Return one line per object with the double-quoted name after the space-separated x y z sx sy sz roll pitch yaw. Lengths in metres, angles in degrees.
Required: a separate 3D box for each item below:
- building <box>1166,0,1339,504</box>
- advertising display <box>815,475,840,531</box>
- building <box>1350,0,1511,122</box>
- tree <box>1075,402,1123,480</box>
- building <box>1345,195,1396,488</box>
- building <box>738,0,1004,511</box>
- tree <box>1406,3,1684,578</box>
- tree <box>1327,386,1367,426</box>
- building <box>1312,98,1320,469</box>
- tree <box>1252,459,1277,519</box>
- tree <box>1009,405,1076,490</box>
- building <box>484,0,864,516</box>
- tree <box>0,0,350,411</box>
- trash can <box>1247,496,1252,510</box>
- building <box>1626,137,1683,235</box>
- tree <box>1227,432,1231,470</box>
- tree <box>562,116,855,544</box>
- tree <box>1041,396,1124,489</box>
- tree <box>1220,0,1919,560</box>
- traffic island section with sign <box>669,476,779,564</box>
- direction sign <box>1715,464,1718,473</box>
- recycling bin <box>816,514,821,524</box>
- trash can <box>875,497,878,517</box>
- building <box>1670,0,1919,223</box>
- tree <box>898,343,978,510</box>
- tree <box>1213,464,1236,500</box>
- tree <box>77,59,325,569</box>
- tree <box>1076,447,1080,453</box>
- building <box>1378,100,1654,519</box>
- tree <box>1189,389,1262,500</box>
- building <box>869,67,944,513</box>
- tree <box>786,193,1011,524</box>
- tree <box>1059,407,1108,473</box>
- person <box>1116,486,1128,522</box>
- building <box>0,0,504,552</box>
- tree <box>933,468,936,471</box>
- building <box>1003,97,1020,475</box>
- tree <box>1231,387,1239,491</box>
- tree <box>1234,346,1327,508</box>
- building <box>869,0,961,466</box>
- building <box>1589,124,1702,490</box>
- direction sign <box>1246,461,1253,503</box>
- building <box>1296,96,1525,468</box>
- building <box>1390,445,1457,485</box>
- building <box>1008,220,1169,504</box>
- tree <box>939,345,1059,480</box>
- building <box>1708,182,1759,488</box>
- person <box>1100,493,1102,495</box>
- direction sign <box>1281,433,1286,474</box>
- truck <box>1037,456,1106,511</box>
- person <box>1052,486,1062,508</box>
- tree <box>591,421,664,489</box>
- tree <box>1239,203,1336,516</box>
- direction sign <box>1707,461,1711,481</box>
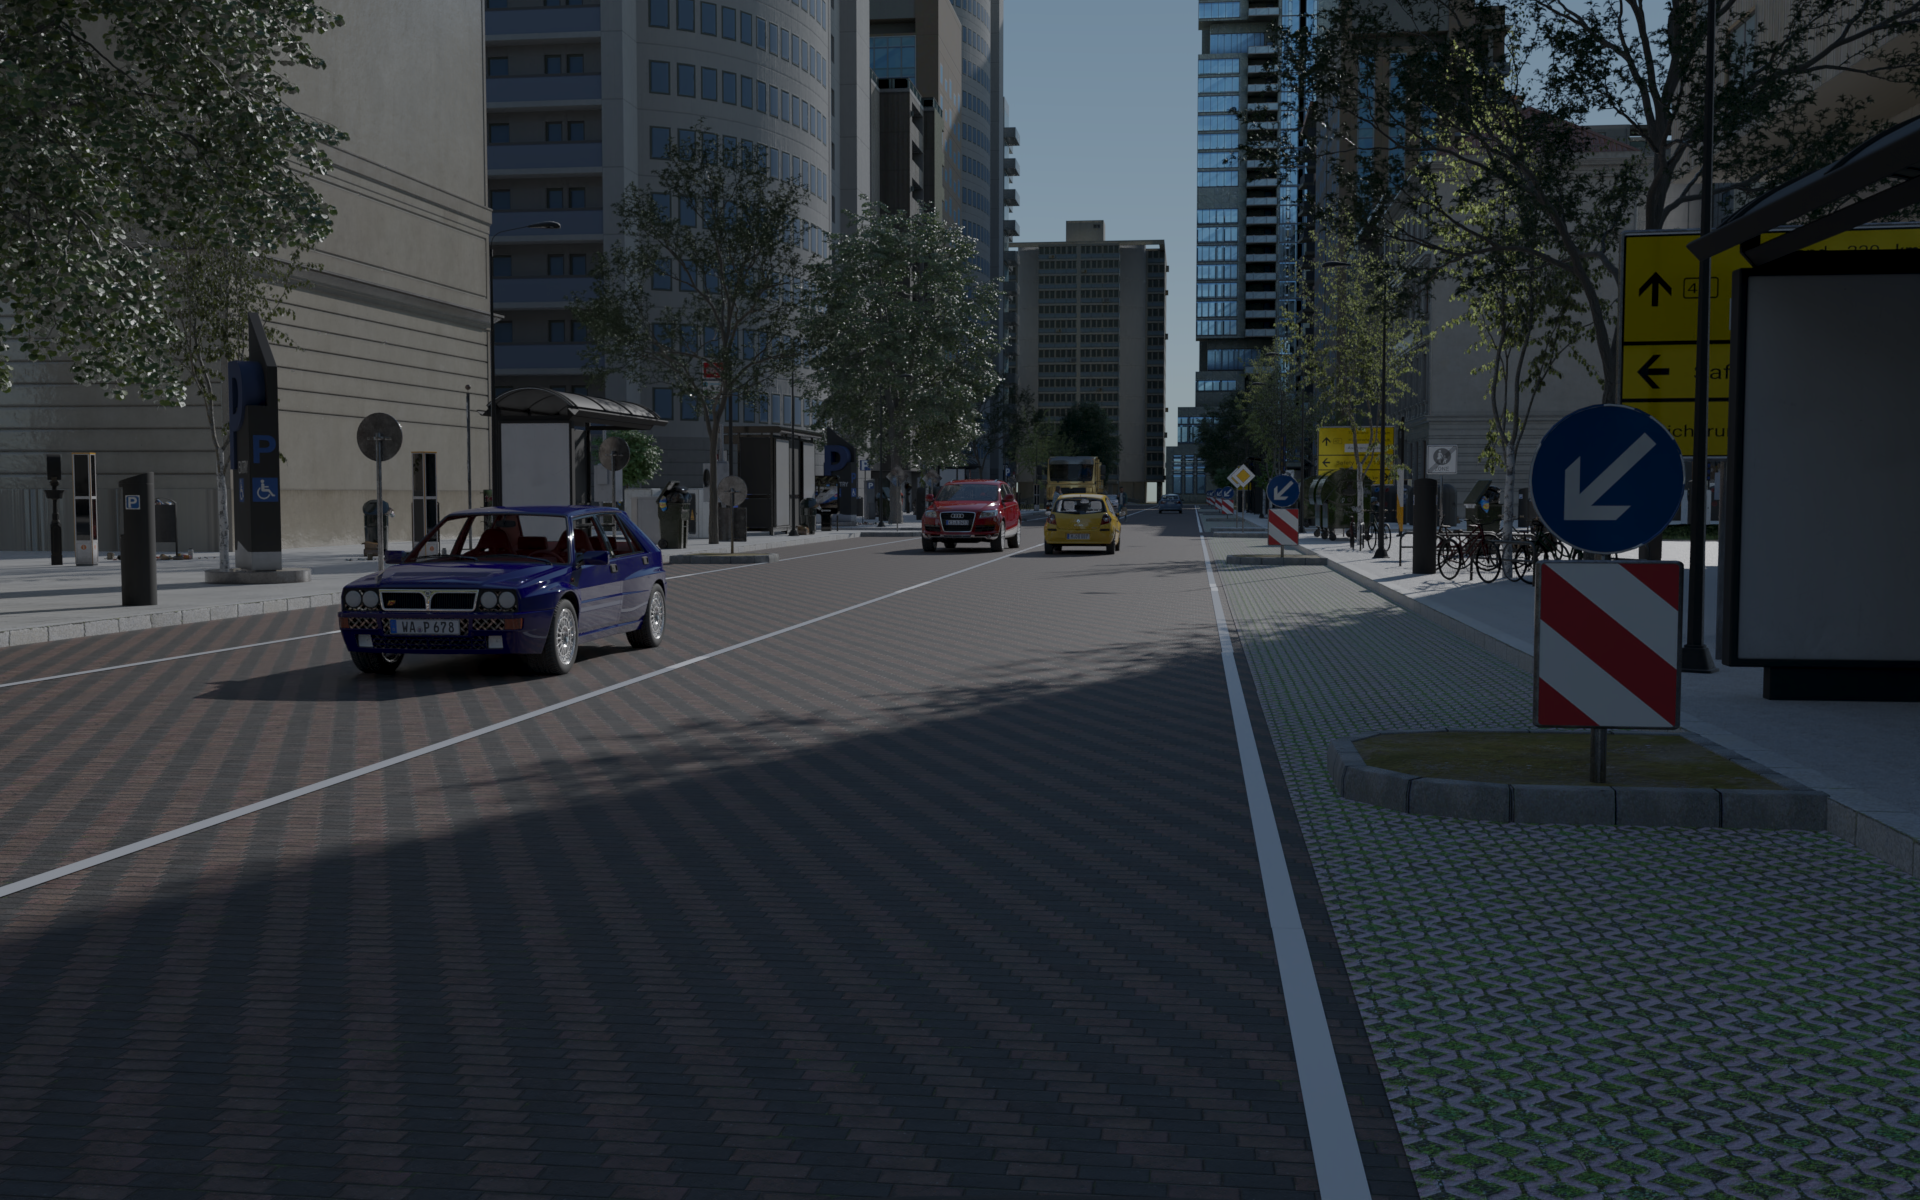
44.494 -56.679 239.378 31.000 86.520 22.319 0 4 8 "building"
-4.613 -3.336 59.764 0.974 1.923 0.123 1 4 22 "advertising display"
40.081 -30.817 153.973 14.600 45.320 14.200 0 4 8 "building"
16.506 -18.066 213.507 7.486 12.596 7.792 0 3 0 "tree"
35.728 -18.586 122.942 14.314 24.678 30.058 0 4 8 "building"
-7.657 -38.538 172.090 21.231 58.520 28.212 0 4 8 "building"
8.611 -4.646 26.324 4.360 8.622 3.978 0 3 0 "tree"
24.370 -9.948 113.013 4.737 8.622 4.395 0 3 0 "tree"
42.015 -31.707 168.520 14.600 45.320 14.200 0 4 8 "building"
16.299 -5.875 90.659 1.663 3.219 1.824 0 3 0 "tree"
5.995 -11.683 141.386 4.737 8.622 4.395 0 3 0 "tree"
-17.701 -33.607 91.478 21.231 58.520 28.212 0 4 8 "building"
-10.492 -6.778 17.470 9.857 13.997 8.962 0 3 0 "tree"
22.840 -7.595 135.826 0.748 1.137 0.748 0 3 0 "trash can"
89.098 -37.645 235.098 30.456 49.044 23.786 0 4 8 "building"
18.076 -9.242 101.462 4.360 8.622 3.978 0 3 0 "tree"
-6.479 -6.691 43.806 8.767 10.594 7.601 2 4 23 "tree"
14.464 -17.428 201.955 9.611 12.733 9.660 0 3 0 "tree"
7.077 -5.161 18.793 8.767 10.594 7.601 0 4 -6 "tree"
-4.901 -1.709 36.565 1.989 1.847 2.006 0 4 8 "traffic island section with sign"
57.639 -8.548 131.762 0.379 3.537 0.876 0 4 -4 "direction sign"
-5.834 -3.842 75.368 0.722 1.027 0.722 2 4 29 "recycling bin"
-4.527 -5.203 96.725 0.748 1.137 0.748 0 3 0 "trash can"
28.444 -26.684 25.530 28.713 52.752 27.495 0 4 8 "building"
-1.379 -8.100 82.801 4.737 8.622 4.395 0 3 0 "tree"
29.099 -12.523 188.465 4.285 4.588 4.351 0 3 0 "tree"
-12.674 -4.824 29.229 4.360 8.622 3.978 0 3 0 "tree"
8.942 -12.921 161.620 4.737 8.622 4.395 0 3 0 "tree"
30.456 -16.010 97.925 11.583 22.565 21.152 0 4 8 "building"
32.820 -18.623 211.146 9.857 13.997 8.962 0 3 0 "tree"
-9.019 -21.394 121.494 14.160 30.474 14.107 0 4 8 "building"
-2.675 -10.278 74.703 9.857 13.997 8.962 0 3 0 "tree"
12.447 -15.370 185.711 7.601 10.594 8.767 2 4 30 "tree"
8.377 -4.937 89.199 0.794 1.824 0.713 3 5 45 "person"
-29.222 -13.050 46.659 30.059 22.955 16.112 0 4 8 "building"
-1.595 -7.291 113.816 1.663 3.219 1.824 0 3 0 "tree"
-8.727 -35.519 200.347 30.456 49.044 23.786 0 4 8 "building"
15.169 -7.989 80.990 4.360 8.622 3.978 0 3 0 "tree"
15.458 -8.275 85.654 4.737 8.622 4.395 0 3 0 "tree"
-7.655 -30.605 150.495 14.600 45.320 14.200 0 4 8 "building"
74.739 -31.234 194.265 14.086 41.232 14.154 0 4 8 "building"
19.999 -7.815 119.774 0.379 3.537 0.876 3 5 40 "direction sign"
48.610 -32.750 190.079 22.147 44.769 28.867 0 4 8 "building"
66.223 -28.241 233.444 14.107 30.474 14.160 0 4 8 "building"
17.808 -34.054 248.655 23.993 40.220 32.217 0 4 8 "building"
1.432 -10.463 105.490 8.767 10.594 7.601 0 4 2 "tree"
91.615 -45.846 187.837 20.611 71.187 20.563 0 4 8 "building"
17.847 -13.015 221.819 0.617 1.759 0.750 3 4 37 "person"
12.153 -4.473 65.127 0.379 3.537 0.876 0 4 1 "direction sign"
6.085 -5.839 91.393 3.469 3.379 9.791 0 4 7 "truck"
4.194 -4.077 75.422 0.793 1.790 0.793 3 5 41 "person"
-14.518 -5.584 75.012 4.285 4.588 4.351 0 3 0 "tree"
9.959 -5.686 43.322 4.360 8.622 3.978 0 3 0 "tree"
43.983 -6.757 102.477 0.379 3.537 0.876 -3 4 -36 "direction sign"
